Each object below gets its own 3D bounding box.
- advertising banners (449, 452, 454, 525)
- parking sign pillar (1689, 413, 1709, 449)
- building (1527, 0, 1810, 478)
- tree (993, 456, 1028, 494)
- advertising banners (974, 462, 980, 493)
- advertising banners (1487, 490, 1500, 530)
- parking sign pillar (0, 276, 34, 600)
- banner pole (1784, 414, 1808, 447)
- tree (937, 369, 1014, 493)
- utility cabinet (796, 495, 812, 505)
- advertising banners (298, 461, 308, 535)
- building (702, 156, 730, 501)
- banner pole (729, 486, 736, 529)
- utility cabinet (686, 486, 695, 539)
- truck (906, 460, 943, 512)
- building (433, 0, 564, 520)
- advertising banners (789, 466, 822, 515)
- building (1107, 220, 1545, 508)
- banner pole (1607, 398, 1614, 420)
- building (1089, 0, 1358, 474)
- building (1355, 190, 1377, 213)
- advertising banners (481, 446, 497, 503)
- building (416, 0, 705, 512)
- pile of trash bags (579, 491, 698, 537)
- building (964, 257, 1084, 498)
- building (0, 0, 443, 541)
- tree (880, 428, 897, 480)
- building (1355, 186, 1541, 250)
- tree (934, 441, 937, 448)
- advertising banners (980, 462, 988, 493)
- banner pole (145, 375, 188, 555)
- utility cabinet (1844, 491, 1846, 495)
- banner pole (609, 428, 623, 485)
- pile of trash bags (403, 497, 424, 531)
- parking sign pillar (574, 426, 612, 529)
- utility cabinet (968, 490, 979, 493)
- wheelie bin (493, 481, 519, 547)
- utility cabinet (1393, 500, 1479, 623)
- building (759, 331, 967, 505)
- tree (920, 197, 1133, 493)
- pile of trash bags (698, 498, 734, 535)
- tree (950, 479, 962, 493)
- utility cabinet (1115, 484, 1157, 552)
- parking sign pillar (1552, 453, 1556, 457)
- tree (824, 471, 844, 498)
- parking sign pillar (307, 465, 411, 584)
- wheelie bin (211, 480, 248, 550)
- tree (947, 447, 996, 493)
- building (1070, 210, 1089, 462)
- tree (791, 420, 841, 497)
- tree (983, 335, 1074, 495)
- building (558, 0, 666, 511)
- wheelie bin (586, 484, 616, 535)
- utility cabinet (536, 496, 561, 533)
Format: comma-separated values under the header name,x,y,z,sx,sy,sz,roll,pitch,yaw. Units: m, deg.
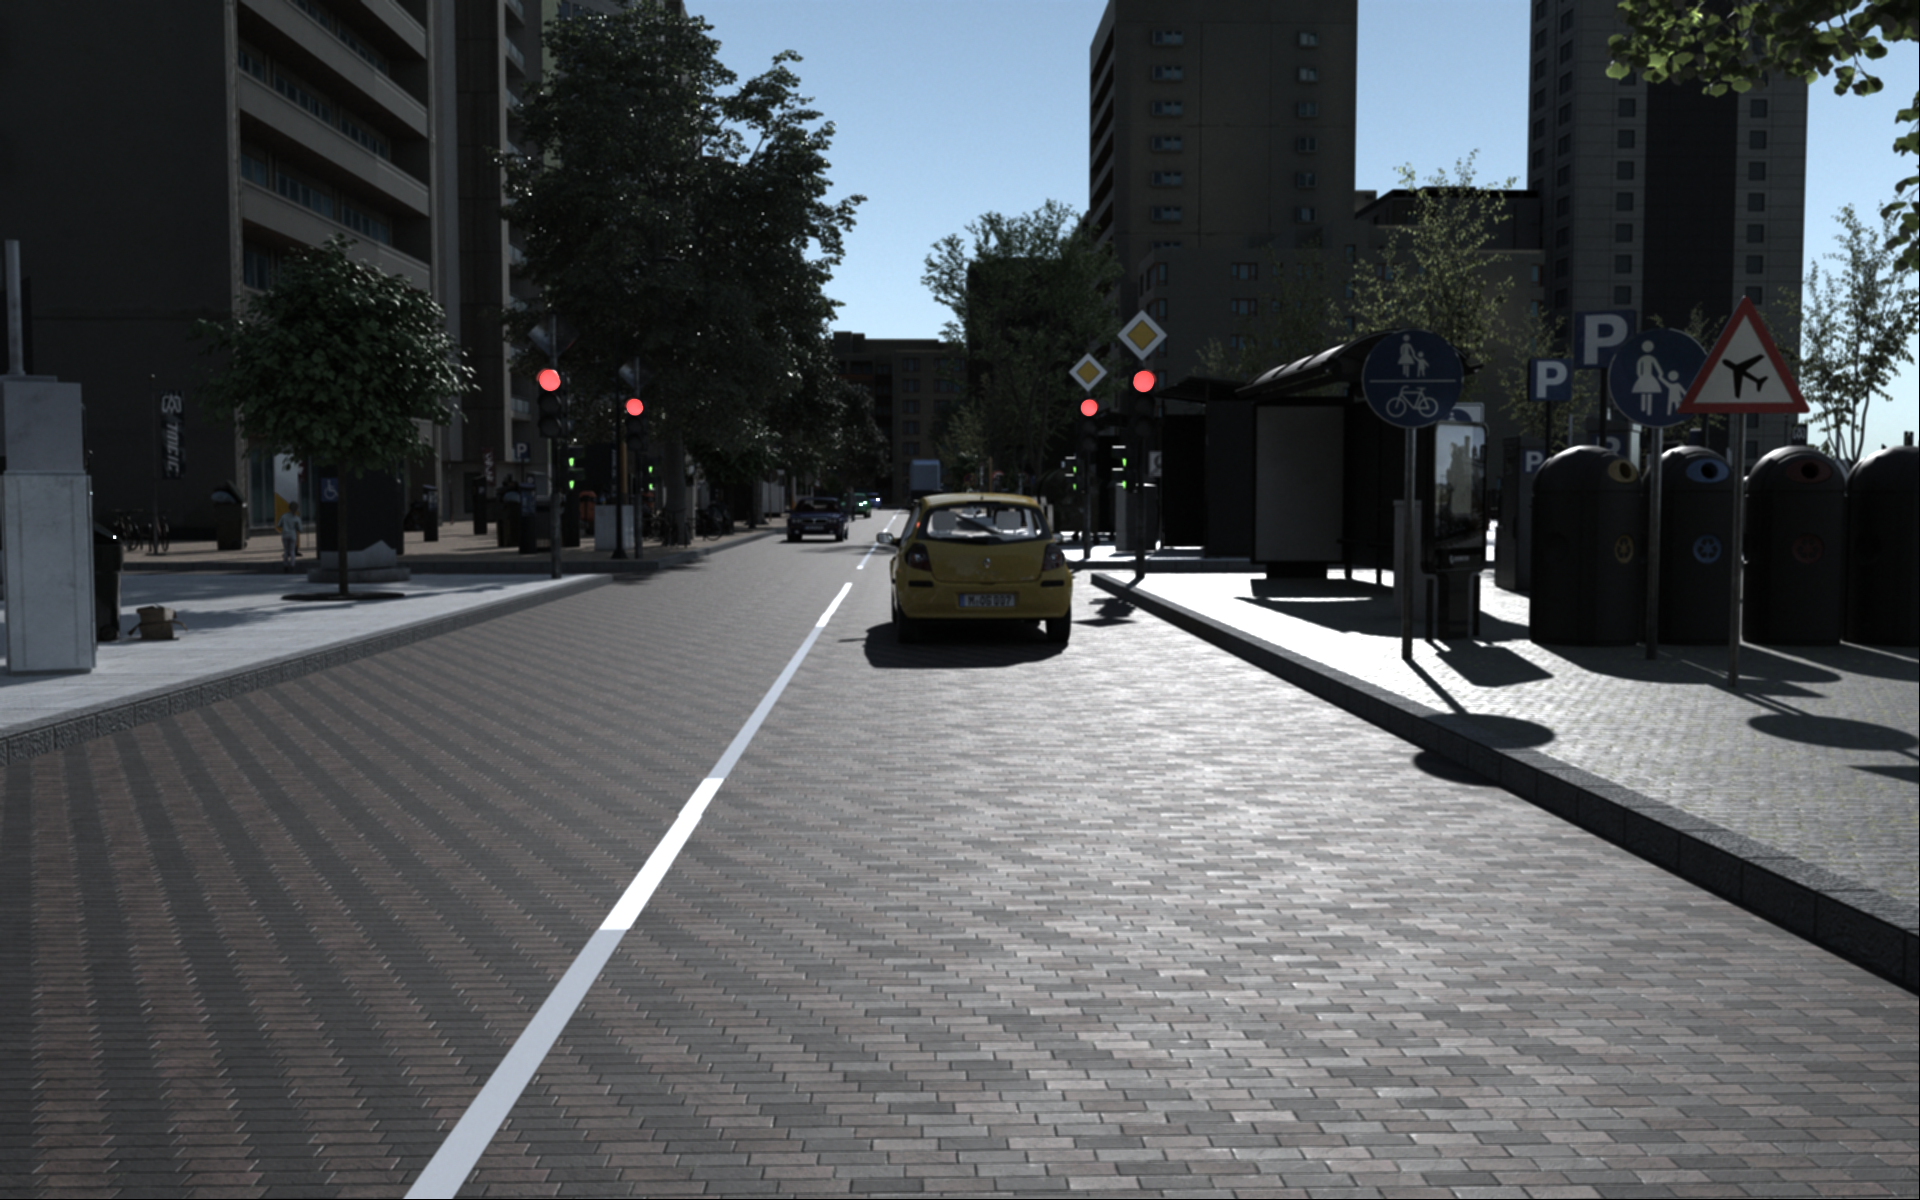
name,x,y,z,sx,sy,sz,roll,pitch,yaw
advertising banners,-21.189,-4.643,72.093,0.090,3.025,2.074,-1,4,-13
parking sign pillar,21.833,-3.835,51.180,1.447,3.967,1.447,2,4,26
building,63.764,-44.237,161.531,20.611,71.187,20.563,0,4,-2
tree,2.738,-5.778,89.068,1.663,3.219,1.824,0,3,0
advertising banners,0.833,-5.889,92.480,0.090,3.025,2.074,0,4,4
advertising banners,18.846,-4.044,62.300,2.074,3.025,0.090,2,4,25
parking sign pillar,-12.122,-2.010,21.329,1.447,3.967,1.447,-2,4,-30
banner pole,26.044,-3.923,54.163,0.863,3.779,0.401,1,4,10
tree,1.625,-9.268,101.900,4.360,8.622,3.978,0,3,0
utility cabinet,-8.222,-4.823,90.018,1.020,1.237,0.306,0,4,-6
advertising banners,-15.034,-2.746,41.088,2.074,3.025,0.090,1,4,12
building,-43.232,-34.388,216.863,28.867,44.769,22.147,0,4,-2
banner pole,-8.558,-4.554,64.471,0.401,3.779,0.863,0,4,-8
utility cabinet,-7.741,-2.490,49.384,0.318,1.500,1.173,0,4,-6
truck,-2.400,-8.559,129.701,2.967,4.110,18.799,0,4,-3
building,-28.493,-24.705,87.529,14.154,41.232,14.086,0,4,-2
advertising banners,-9.540,-6.770,106.871,2.074,3.025,0.090,0,4,-6
building,27.047,-17.837,136.682,27.650,21.520,28.899,0,4,-2
banner pole,16.685,-3.334,44.529,0.401,3.779,0.863,2,4,31
building,23.703,-32.861,160.985,21.300,48.544,21.600,0,4,-2
building,50.750,-32.562,224.269,23.993,40.220,32.217,0,4,-2
advertising banners,-16.562,-4.137,63.820,2.074,3.025,0.090,-1,4,-11
building,-35.389,-32.736,158.938,21.600,48.544,21.300,0,4,-2
pile of trash bags,-9.853,-2.603,52.308,3.447,1.369,1.912,0,4,0
building,7.757,-27.049,213.953,14.107,30.474,14.160,0,4,-2
building,-30.912,-26.475,56.575,21.300,48.544,21.600,0,4,-2
tree,-11.080,-15.587,171.848,9.611,12.733,9.660,0,3,0
building,46.288,-24.153,166.603,14.107,30.474,14.160,0,4,-2
tree,0.023,-12.689,157.830,4.360,8.622,3.978,0,3,0
advertising banners,1.636,-6.078,95.566,0.090,3.025,2.074,3,4,37
banner pole,-16.742,-2.842,36.491,0.863,3.779,0.401,-2,4,-31
utility cabinet,19.017,-1.741,37.138,1.173,1.500,0.318,3,4,37
banner pole,-11.468,-4.166,58.128,0.401,3.779,0.863,3,4,37
pile of trash bags,-19.315,-3.049,59.596,1.912,1.369,3.447,0,4,0
parking sign pillar,-13.649,-4.646,64.434,1.447,3.967,1.447,-2,4,-25
utility cabinet,0.804,-5.830,104.000,0.318,1.500,1.173,1,4,21
wheelie bin,-10.924,-2.096,42.170,0.980,1.594,0.693,3,5,42
utility cabinet,4.861,-0.399,17.685,0.306,1.237,1.020,-2,4,-24
building,-13.947,-22.991,220.937,28.899,21.520,27.650,0,4,-2
tree,2.679,-8.351,62.294,9.928,11.665,9.643,0,3,0
pile of trash bags,-8.891,-2.792,55.394,3.447,1.369,1.912,2,4,24
tree,-0.221,-11.749,186.691,1.663,3.219,1.824,0,3,0
utility cabinet,3.894,-1.806,38.204,0.318,1.500,1.173,3,5,40
parking sign pillar,36.250,-7.181,105.881,1.447,3.967,1.447,0,4,8
tree,-11.406,-9.735,153.774,1.663,3.219,1.824,0,3,0
parking sign pillar,-8.853,-2.260,25.417,1.447,3.967,1.447,1,4,15
wheelie bin,-16.740,-1.944,39.692,0.693,1.594,0.980,-1,4,-13
tree,0.829,-8.136,116.737,4.285,4.588,4.351,0,3,0
building,26.593,-32.518,223.552,23.993,40.220,32.217,0,4,-2
tree,-10.304,-10.563,123.072,4.737,8.622,4.395,0,3,0
tree,2.881,-7.870,79.035,4.737,8.622,4.395,0,3,0
building,-33.306,-35.495,122.343,21.231,58.520,28.212,0,4,-2
wheelie bin,-11.238,-2.816,53.951,0.980,1.594,0.693,3,5,42
utility cabinet,-13.563,-2.782,56.642,1.020,1.237,0.306,-1,4,-18
